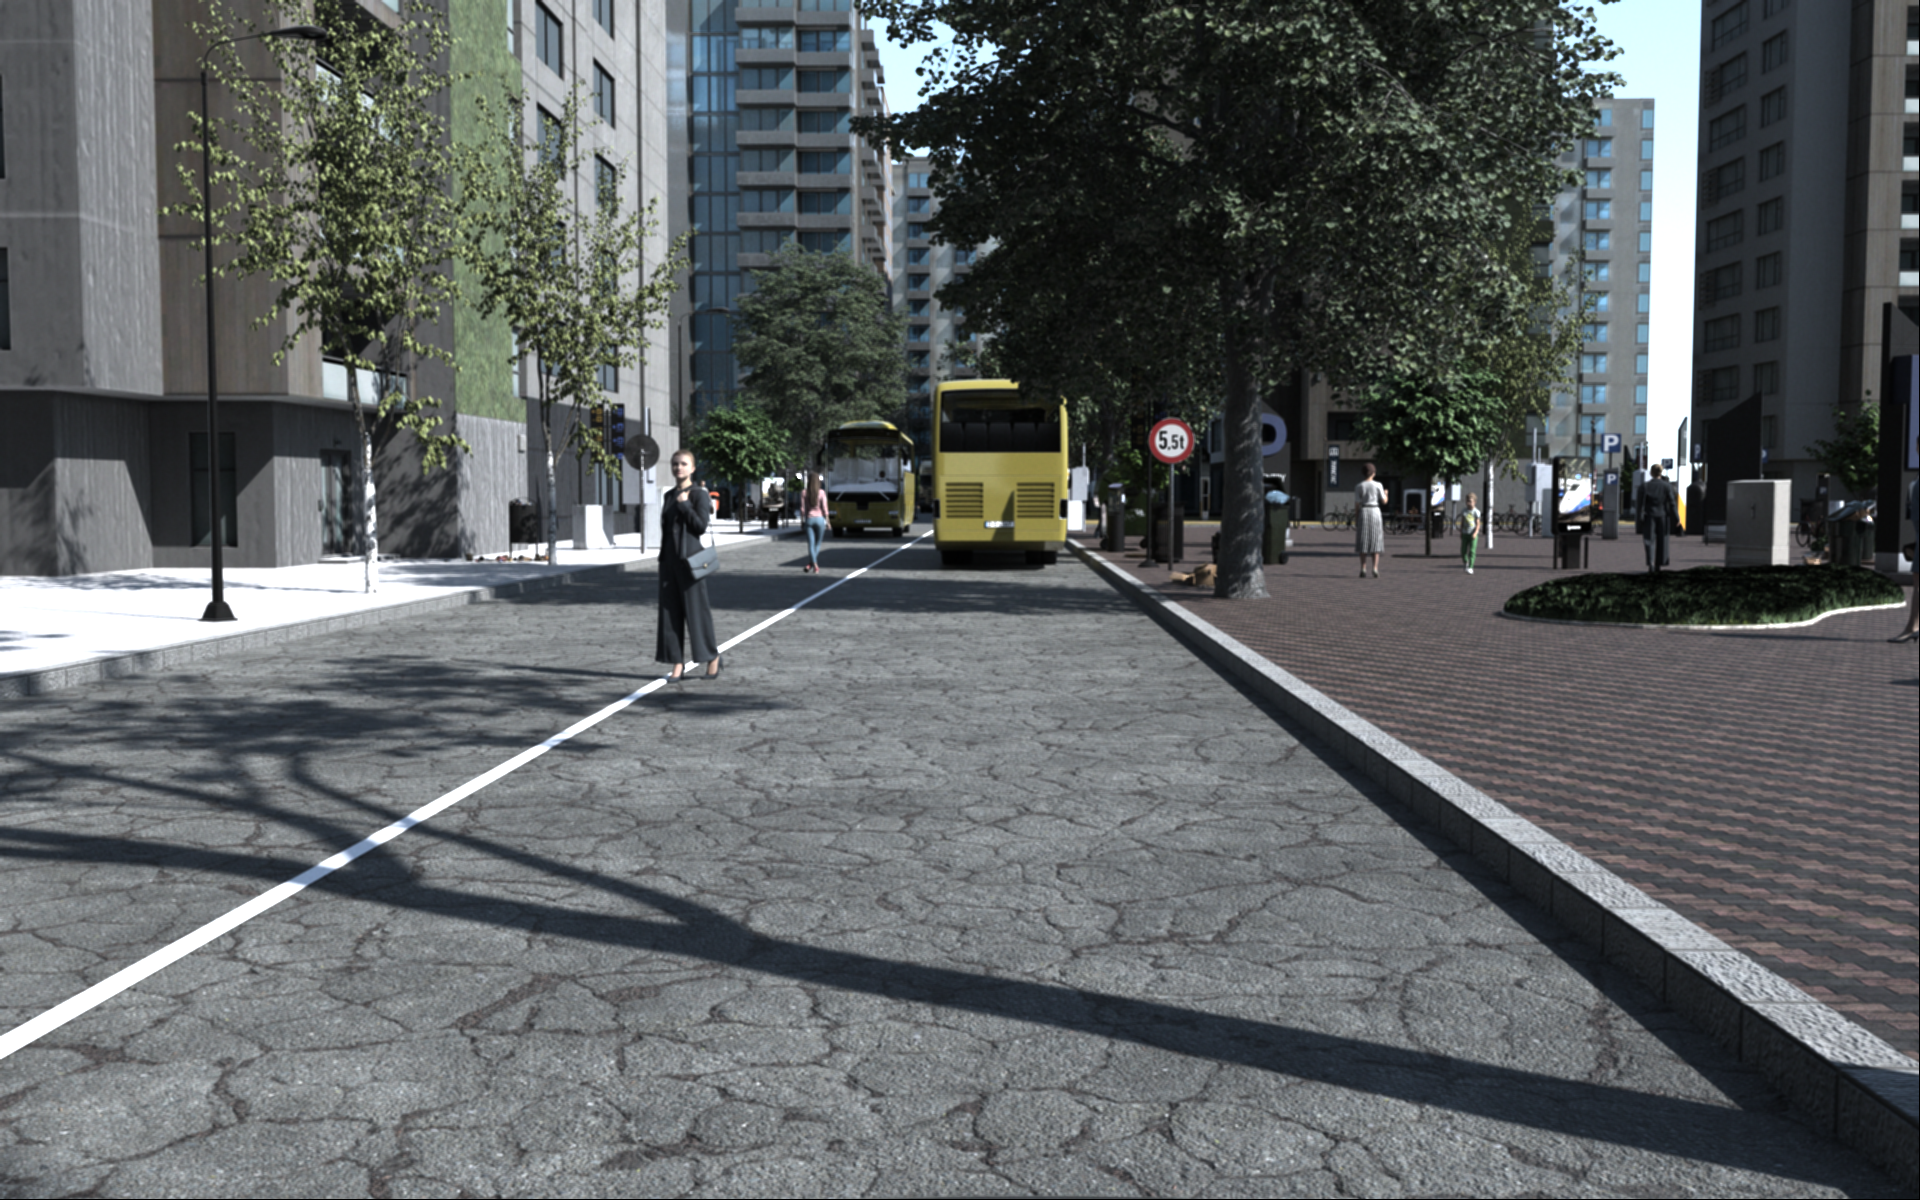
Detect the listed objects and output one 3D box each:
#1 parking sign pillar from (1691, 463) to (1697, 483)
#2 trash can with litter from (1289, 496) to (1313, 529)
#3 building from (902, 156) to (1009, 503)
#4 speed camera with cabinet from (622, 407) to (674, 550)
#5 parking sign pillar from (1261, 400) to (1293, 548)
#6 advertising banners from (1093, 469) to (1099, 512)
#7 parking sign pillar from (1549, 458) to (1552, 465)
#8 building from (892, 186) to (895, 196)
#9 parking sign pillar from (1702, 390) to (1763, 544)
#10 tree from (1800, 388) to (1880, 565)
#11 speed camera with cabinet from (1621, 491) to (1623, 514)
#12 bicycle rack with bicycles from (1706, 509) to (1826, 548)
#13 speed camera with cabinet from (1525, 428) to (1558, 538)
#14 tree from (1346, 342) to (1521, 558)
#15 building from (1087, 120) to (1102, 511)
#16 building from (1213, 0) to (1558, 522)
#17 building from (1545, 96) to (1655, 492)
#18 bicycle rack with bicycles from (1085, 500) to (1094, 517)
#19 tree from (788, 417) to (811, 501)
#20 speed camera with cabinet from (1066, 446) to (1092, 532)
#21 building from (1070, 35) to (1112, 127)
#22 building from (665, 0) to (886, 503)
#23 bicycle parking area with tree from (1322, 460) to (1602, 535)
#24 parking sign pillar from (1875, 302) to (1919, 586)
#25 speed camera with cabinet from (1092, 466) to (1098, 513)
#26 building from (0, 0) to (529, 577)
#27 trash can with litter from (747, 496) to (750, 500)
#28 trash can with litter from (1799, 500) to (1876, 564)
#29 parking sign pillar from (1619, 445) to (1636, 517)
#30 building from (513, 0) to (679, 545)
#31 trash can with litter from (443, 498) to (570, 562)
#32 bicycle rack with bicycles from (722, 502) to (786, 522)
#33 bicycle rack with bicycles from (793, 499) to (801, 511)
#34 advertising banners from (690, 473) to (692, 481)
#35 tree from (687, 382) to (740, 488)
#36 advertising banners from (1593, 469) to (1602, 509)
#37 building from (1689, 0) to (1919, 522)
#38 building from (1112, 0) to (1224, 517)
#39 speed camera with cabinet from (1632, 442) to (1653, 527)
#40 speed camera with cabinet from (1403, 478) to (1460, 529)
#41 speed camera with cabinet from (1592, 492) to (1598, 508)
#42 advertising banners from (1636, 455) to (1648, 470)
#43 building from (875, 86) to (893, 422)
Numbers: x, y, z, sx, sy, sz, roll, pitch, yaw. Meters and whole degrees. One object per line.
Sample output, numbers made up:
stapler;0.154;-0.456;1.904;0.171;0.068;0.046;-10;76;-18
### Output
parking sign pillar;61.131;-9.505;143.883;1.447;3.967;1.447;3;5;39
trash can with litter;12.377;-3.287;64.802;1.678;1.210;2.233;2;4;28
building;-5.466;-38.431;247.951;30.456;49.044;23.786;0;4;1
speed camera with cabinet;-7.168;-2.804;40.187;0.660;3.252;2.038;1;4;14
parking sign pillar;7.335;-3.267;41.884;1.447;3.967;1.447;-2;4;-25
advertising banners;9.920;-7.696;122.025;0.090;3.025;2.074;-2;4;-28
parking sign pillar;42.973;-8.502;127.479;1.447;3.967;1.447;-2;4;-35
building;-21.138;-34.061;211.524;28.867;44.769;22.147;0;4;1
parking sign pillar;20.220;-3.472;45.236;1.447;3.967;1.447;2;4;30
tree;16.535;-2.261;31.565;1.663;3.219;1.824;0;3;0
speed camera with cabinet;41.932;-6.962;108.163;0.660;3.252;2.038;3;4;37
bicycle rack with bicycles;19.649;-1.783;42.531;2.852;0.926;2.925;0;4;5
speed camera with cabinet;17.497;-3.486;51.336;0.660;3.252;2.038;-1;4;-9
tree;9.655;-3.152;35.255;4.285;4.588;4.351;0;3;0
building;16.854;-22.167;134.135;14.160;30.474;14.107;0;4;1
building;19.922;-19.143;84.683;14.107;30.474;14.160;0;4;1
building;66.822;-36.055;209.103;30.456;49.044;23.786;0;4;1
bicycle rack with bicycles;7.720;-5.235;98.969;2.852;0.926;2.925;1;4;13
tree;-12.839;-11.462;137.769;4.737;8.622;4.395;0;3;0
speed camera with cabinet;3.959;-3.992;59.609;0.660;3.252;2.038;0;4;-5
building;22.329;-34.119;177.459;23.786;49.044;30.456;0;4;1
building;-18.621;-33.346;164.821;23.786;49.044;30.456;0;4;1
bicycle parking area with tree;16.458;-4.294;57.212;9.016;4.147;8.231;1;4;14
parking sign pillar;13.684;-2.206;24.537;1.447;3.967;1.447;-1;4;-18
speed camera with cabinet;8.783;-7.537;117.571;2.038;3.252;0.660;-2;4;-31
building;-17.038;-21.290;31.679;14.154;41.232;14.086;0;4;1
trash can with litter;-16.011;-7.262;130.114;0.624;1.170;1.055;-3;4;-38
trash can with litter;14.001;-1.003;27.792;1.055;1.170;0.624;0;4;-1
parking sign pillar;37.223;-6.587;96.165;1.447;3.967;1.447;3;4;36
building;-20.861;-37.551;52.215;20.611;71.187;20.563;0;4;1
trash can with litter;-8.744;-1.357;33.239;2.233;1.210;1.678;0;4;-1
bicycle rack with bicycles;-9.656;-4.124;80.809;2.925;0.926;2.852;0;4;-2
bicycle rack with bicycles;-12.423;-7.320;133.065;2.925;0.926;2.852;1;4;14
advertising banners;-22.464;-9.138;145.598;0.090;3.025;2.074;-1;4;-19
tree;-15.709;-9.819;110.904;4.360;8.622;3.978;0;3;0
advertising banners;44.149;-7.525;119.218;2.074;3.025;0.090;-2;4;-29
building;44.786;-24.390;82.375;14.086;41.232;14.154;0;4;1
building;20.773;-29.601;107.681;21.300;48.544;21.600;0;4;1
speed camera with cabinet;26.471;-4.367;65.737;0.660;3.252;2.038;-1;4;-22
speed camera with cabinet;17.221;-4.213;63.226;0.660;3.252;2.038;-3;5;-42
speed camera with cabinet;49.871;-8.560;134.291;2.038;3.252;0.660;0;4;8
advertising banners;31.514;-5.013;78.158;2.074;3.025;0.090;3;5;43
building;-14.632;-32.846;187.135;14.600;45.320;14.200;0;4;1
